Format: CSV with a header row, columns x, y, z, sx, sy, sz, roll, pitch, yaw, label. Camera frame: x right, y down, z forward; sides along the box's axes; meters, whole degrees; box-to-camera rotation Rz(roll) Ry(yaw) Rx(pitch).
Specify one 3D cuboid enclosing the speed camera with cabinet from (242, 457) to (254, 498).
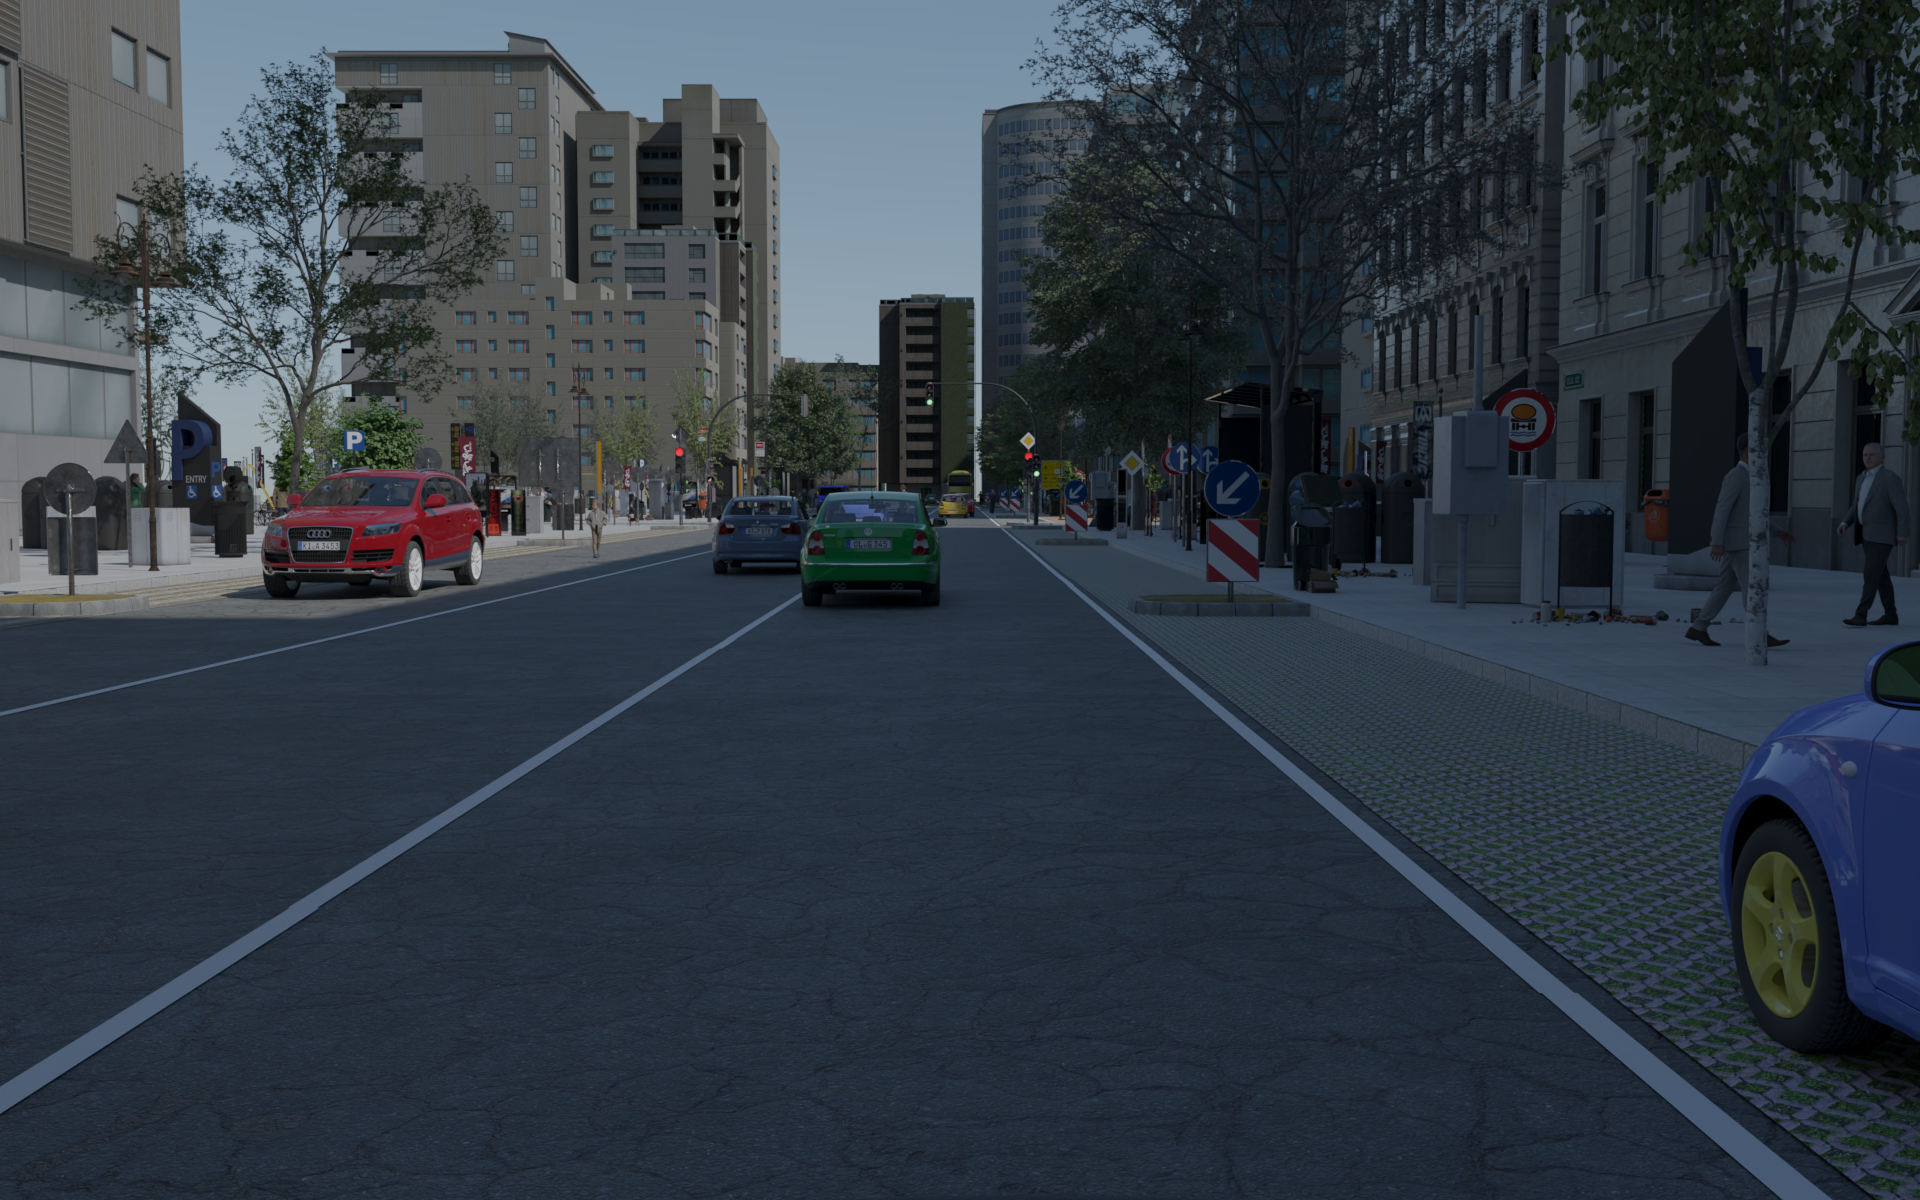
x,y,z,sx,sy,sz,roll,pitch,yaw,label
-38.934,-6.034,92.989,2.038,3.252,0.660,1,4,22,speed camera with cabinet

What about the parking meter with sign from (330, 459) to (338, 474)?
x,y,z,sx,sy,sz,roll,pitch,yaw,label
-29.753,-5.139,80.290,1.738,3.016,0.543,1,4,10,parking meter with sign

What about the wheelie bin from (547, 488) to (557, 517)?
x,y,z,sx,sy,sz,roll,pitch,yaw,label
-22.828,-5.447,96.960,0.693,1.594,0.980,0,4,7,wheelie bin

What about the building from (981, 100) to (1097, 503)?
x,y,z,sx,sy,sz,roll,pitch,yaw,label
17.376,-43.665,255.920,28.212,58.520,21.231,0,3,0,building

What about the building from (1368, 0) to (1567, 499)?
x,y,z,sx,sy,sz,roll,pitch,yaw,label
19.277,-12.427,52.340,9.793,20.994,18.267,0,3,0,building

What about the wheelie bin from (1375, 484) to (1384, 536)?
x,y,z,sx,sy,sz,roll,pitch,yaw,label
12.744,-2.728,52.508,0.980,1.594,0.693,0,4,7,wheelie bin

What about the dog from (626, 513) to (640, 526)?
x,y,z,sx,sy,sz,roll,pitch,yaw,label
-13.092,-3.215,69.400,0.540,0.507,0.406,-1,4,-21,dog

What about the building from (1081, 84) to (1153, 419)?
x,y,z,sx,sy,sz,roll,pitch,yaw,label
26.077,-35.807,205.055,23.786,49.044,30.456,0,3,0,building

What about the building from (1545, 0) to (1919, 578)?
x,y,z,sx,sy,sz,roll,pitch,yaw,label
22.488,-14.915,20.280,17.030,29.872,44.131,0,3,0,building

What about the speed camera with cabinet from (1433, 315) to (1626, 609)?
x,y,z,sx,sy,sz,roll,pitch,yaw,label
6.414,-1.540,19.517,2.038,3.252,0.660,0,4,-6,speed camera with cabinet

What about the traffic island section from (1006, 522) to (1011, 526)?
x,y,z,sx,sy,sz,roll,pitch,yaw,label
3.128,-3.456,78.779,2.009,0.180,2.903,0,3,0,traffic island section

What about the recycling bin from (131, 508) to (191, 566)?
x,y,z,sx,sy,sz,roll,pitch,yaw,label
-14.449,-1.148,31.317,0.722,1.027,0.722,1,4,16,recycling bin

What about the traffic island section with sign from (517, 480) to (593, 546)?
x,y,z,sx,sy,sz,roll,pitch,yaw,label
-11.116,-2.421,48.204,1.989,1.847,2.006,0,3,0,traffic island section with sign

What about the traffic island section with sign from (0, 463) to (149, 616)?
x,y,z,sx,sy,sz,roll,pitch,yaw,label
-11.123,-0.765,21.133,1.989,1.847,2.006,0,3,0,traffic island section with sign

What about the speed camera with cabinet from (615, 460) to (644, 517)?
x,y,z,sx,sy,sz,roll,pitch,yaw,label
-18.820,-6.420,99.310,0.660,3.252,2.038,1,4,17,speed camera with cabinet

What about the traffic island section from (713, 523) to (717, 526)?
x,y,z,sx,sy,sz,roll,pitch,yaw,label
-11.413,-3.456,78.793,2.009,0.180,2.903,0,3,0,traffic island section

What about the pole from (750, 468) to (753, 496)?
x,y,z,sx,sy,sz,roll,pitch,yaw,label
-16.277,-8.640,135.108,0.158,3.312,0.155,0,3,0,pole

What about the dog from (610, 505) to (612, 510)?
x,y,z,sx,sy,sz,roll,pitch,yaw,label
-24.827,-6.552,123.953,0.540,0.507,0.406,-3,4,-38,dog

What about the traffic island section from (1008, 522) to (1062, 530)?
x,y,z,sx,sy,sz,roll,pitch,yaw,label
3.123,-2.967,70.794,2.009,0.180,2.903,0,3,0,traffic island section

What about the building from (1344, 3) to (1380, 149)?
x,y,z,sx,sy,sz,roll,pitch,yaw,label
32.746,-28.871,95.737,21.600,48.544,21.300,0,3,0,building

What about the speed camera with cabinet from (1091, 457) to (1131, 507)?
x,y,z,sx,sy,sz,roll,pitch,yaw,label
6.401,-4.685,70.940,2.038,3.252,0.660,0,4,-2,speed camera with cabinet

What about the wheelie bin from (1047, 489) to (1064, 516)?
x,y,z,sx,sy,sz,roll,pitch,yaw,label
5.598,-5.728,101.560,0.980,1.594,0.693,0,4,-5,wheelie bin

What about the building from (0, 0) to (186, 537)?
x,y,z,sx,sy,sz,roll,pitch,yaw,label
-40.609,-28.032,47.560,27.495,52.752,28.713,0,3,0,building

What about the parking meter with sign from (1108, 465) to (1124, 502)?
x,y,z,sx,sy,sz,roll,pitch,yaw,label
9.038,-6.609,104.322,1.738,3.016,0.543,2,4,29,parking meter with sign

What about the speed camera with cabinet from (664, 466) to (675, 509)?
x,y,z,sx,sy,sz,roll,pitch,yaw,label
-20.626,-7.858,122.822,0.660,3.252,2.038,0,4,0,speed camera with cabinet

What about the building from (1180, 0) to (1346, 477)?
x,y,z,sx,sy,sz,roll,pitch,yaw,label
29.165,-31.701,137.922,23.786,49.044,30.456,0,3,0,building

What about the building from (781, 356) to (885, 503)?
x,y,z,sx,sy,sz,roll,pitch,yaw,label
-26.271,-25.357,259.631,28.899,21.520,27.650,0,3,0,building

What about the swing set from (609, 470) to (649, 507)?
x,y,z,sx,sy,sz,roll,pitch,yaw,label
-21.075,-6.922,110.796,2.862,2.851,3.119,0,4,2,swing set

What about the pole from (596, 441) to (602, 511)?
x,y,z,sx,sy,sz,roll,pitch,yaw,label
-14.002,-4.485,67.167,0.158,3.312,0.155,0,3,0,pole

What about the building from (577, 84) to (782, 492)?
x,y,z,sx,sy,sz,roll,pitch,yaw,label
-33.304,-35.831,209.539,21.600,48.544,21.300,0,3,0,building

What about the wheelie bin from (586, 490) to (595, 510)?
x,y,z,sx,sy,sz,roll,pitch,yaw,label
-29.308,-7.937,137.674,0.980,1.594,0.693,-2,4,-34,wheelie bin

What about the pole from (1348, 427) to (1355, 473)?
x,y,z,sx,sy,sz,roll,pitch,yaw,label
11.955,-3.614,52.927,0.158,3.312,0.155,0,3,0,pole

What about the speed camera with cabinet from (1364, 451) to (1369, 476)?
x,y,z,sx,sy,sz,roll,pitch,yaw,label
18.693,-5.275,80.583,0.660,3.252,2.038,1,4,15,speed camera with cabinet

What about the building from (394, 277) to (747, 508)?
x,y,z,sx,sy,sz,roll,pitch,yaw,label
-36.429,-19.795,168.692,27.650,21.520,28.899,0,3,0,building

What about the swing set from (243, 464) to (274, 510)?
x,y,z,sx,sy,sz,roll,pitch,yaw,label
-37.023,-5.668,90.299,2.862,2.851,3.119,-1,4,-23,swing set

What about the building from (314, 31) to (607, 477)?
x,y,z,sx,sy,sz,roll,pitch,yaw,label
-58.556,-37.761,206.637,27.495,52.752,28.713,0,3,0,building

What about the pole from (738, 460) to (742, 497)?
x,y,z,sx,sy,sz,roll,pitch,yaw,label
-13.002,-6.640,102.400,0.158,3.312,0.155,0,3,0,pole

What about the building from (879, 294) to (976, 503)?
x,y,z,sx,sy,sz,roll,pitch,yaw,label
-4.772,-29.473,253.585,14.107,30.474,14.160,0,3,0,building

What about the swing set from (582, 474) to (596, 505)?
x,y,z,sx,sy,sz,roll,pitch,yaw,label
-28.901,-8.324,133.713,3.119,2.851,2.862,1,4,13,swing set

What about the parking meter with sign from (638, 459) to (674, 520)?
x,y,z,sx,sy,sz,roll,pitch,yaw,label
-15.128,-5.511,86.363,1.738,3.016,0.543,1,4,16,parking meter with sign

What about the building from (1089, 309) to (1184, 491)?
x,y,z,sx,sy,sz,roll,pitch,yaw,label
27.951,-20.259,176.272,27.650,21.520,28.899,0,3,0,building

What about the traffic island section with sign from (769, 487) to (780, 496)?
x,y,z,sx,sy,sz,roll,pitch,yaw,label
-11.063,-5.796,103.397,1.989,1.847,2.006,0,3,0,traffic island section with sign

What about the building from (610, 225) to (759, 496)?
x,y,z,sx,sy,sz,roll,pitch,yaw,label
-29.955,-25.610,190.427,14.160,30.474,14.107,0,3,0,building

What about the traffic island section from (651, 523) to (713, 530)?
x,y,z,sx,sy,sz,roll,pitch,yaw,label
-11.419,-2.968,70.808,2.009,0.180,2.903,0,3,0,traffic island section

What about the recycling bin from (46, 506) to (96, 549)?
x,y,z,sx,sy,sz,roll,pitch,yaw,label
-18.314,-1.416,35.713,0.722,1.027,0.722,0,4,-5,recycling bin

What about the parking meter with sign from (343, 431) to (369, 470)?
x,y,z,sx,sy,sz,roll,pitch,yaw,label
-16.279,-3.097,46.889,0.543,3.016,1.738,-2,4,-26,parking meter with sign

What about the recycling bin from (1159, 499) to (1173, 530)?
x,y,z,sx,sy,sz,roll,pitch,yaw,label
7.575,-3.045,62.345,0.722,1.027,0.722,0,4,1,recycling bin

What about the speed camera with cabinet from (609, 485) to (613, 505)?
x,y,z,sx,sy,sz,roll,pitch,yaw,label
-29.768,-9.606,151.401,2.038,3.252,0.660,2,4,29,speed camera with cabinet
